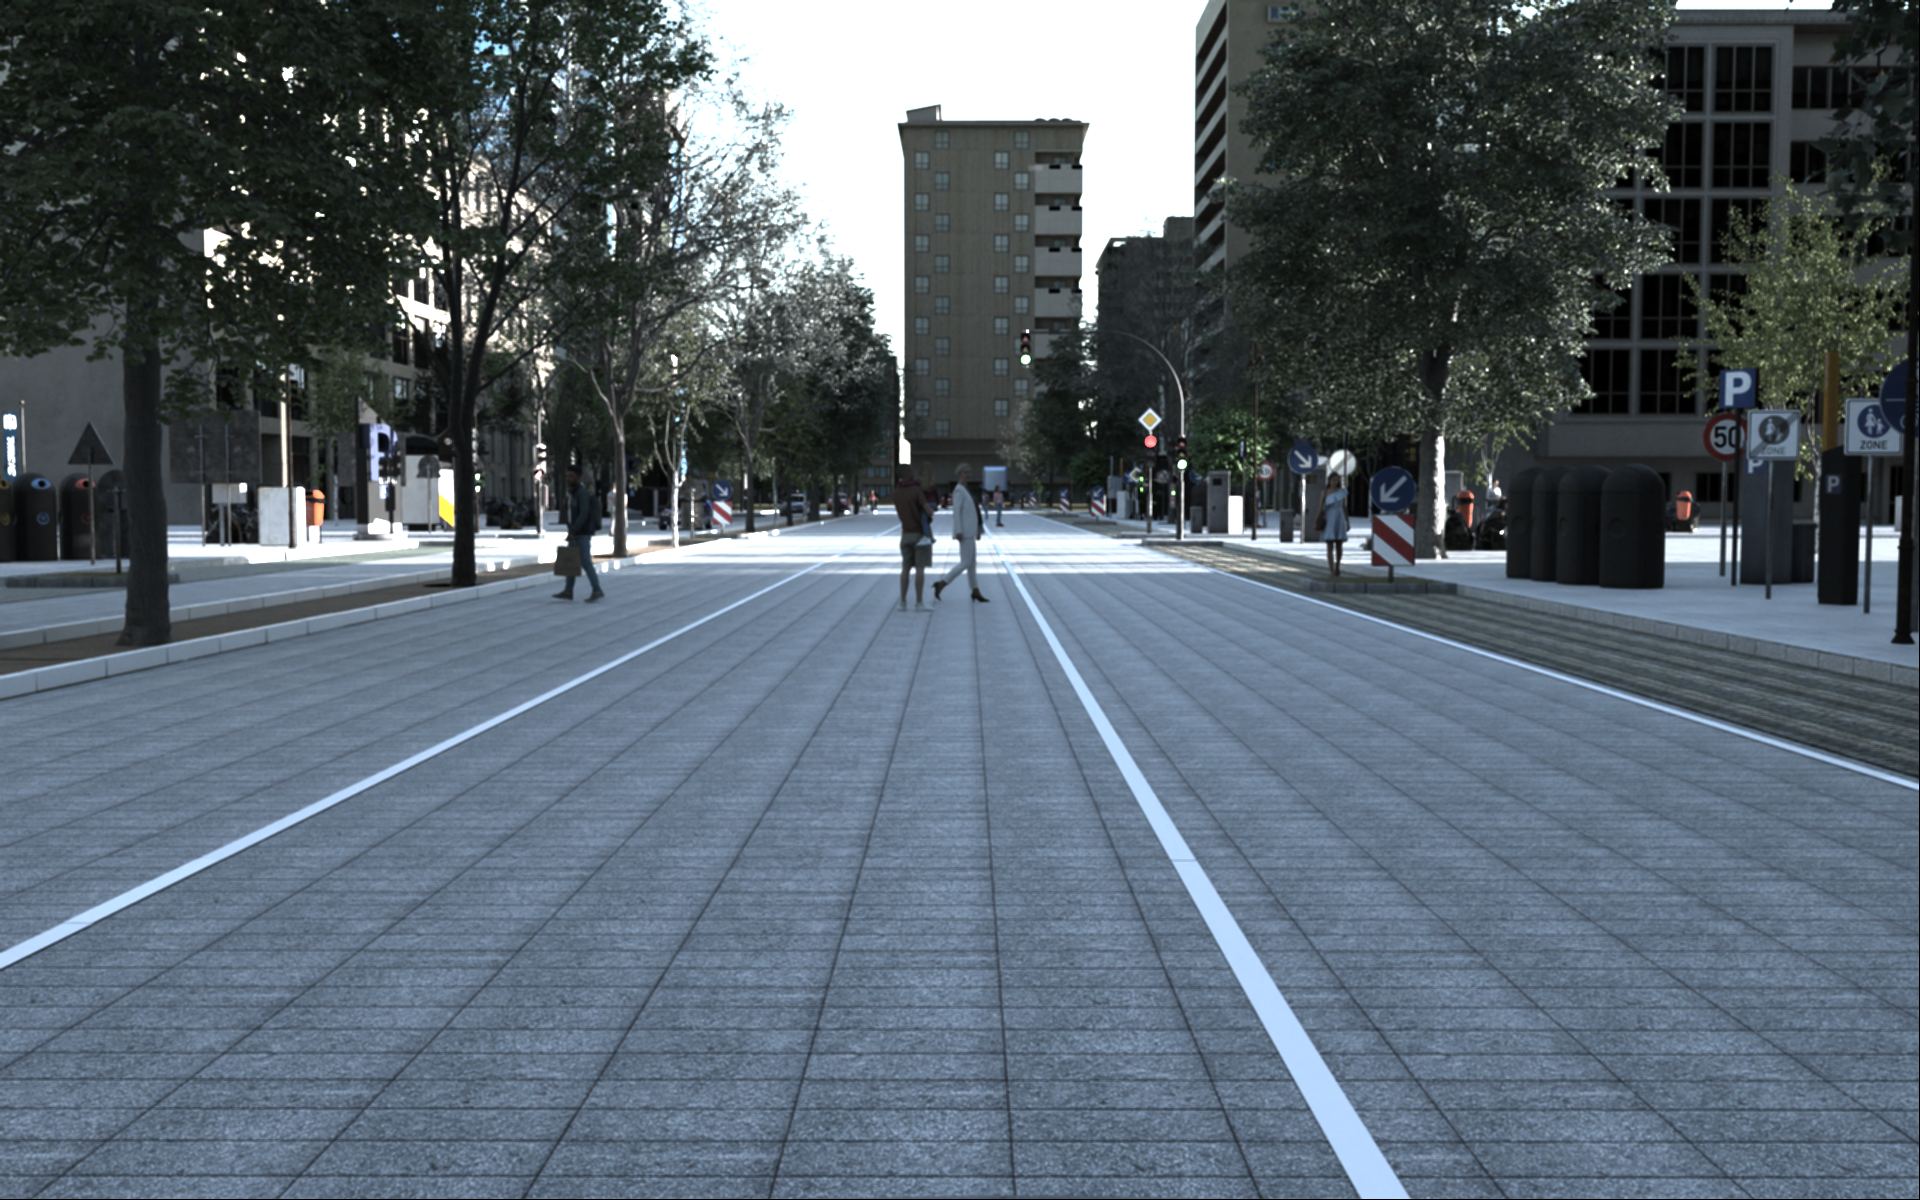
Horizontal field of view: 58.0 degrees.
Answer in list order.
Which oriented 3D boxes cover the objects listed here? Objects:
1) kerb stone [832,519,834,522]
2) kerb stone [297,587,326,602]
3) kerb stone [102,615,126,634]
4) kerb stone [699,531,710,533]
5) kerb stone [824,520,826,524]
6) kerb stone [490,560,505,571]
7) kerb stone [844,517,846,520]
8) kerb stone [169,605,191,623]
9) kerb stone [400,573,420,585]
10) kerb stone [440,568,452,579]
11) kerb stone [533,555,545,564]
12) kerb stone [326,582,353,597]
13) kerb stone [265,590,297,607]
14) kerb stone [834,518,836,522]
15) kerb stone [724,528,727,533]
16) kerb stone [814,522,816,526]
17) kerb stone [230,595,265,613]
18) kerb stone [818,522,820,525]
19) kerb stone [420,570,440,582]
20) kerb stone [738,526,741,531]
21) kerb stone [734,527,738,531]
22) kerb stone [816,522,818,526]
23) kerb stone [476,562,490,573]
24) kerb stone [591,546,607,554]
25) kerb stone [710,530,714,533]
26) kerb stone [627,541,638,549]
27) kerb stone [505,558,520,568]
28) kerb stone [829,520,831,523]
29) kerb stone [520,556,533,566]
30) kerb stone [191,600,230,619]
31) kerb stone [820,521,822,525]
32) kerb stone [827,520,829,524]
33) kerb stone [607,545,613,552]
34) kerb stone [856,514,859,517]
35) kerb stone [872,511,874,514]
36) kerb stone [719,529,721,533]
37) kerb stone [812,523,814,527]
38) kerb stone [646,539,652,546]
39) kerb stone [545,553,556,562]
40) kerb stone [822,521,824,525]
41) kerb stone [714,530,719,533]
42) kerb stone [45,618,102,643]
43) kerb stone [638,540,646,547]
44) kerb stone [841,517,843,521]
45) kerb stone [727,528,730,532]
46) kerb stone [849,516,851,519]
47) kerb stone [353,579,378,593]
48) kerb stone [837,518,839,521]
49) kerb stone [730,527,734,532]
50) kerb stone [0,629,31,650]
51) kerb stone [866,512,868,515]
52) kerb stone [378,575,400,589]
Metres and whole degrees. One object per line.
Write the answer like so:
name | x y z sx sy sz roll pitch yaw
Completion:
kerb stone | -6.502 -3.922 86.323 0.120 0.150 1.000 0 4 0
kerb stone | -8.791 -0.065 23.252 0.120 0.150 1.000 0 4 0
kerb stone | -8.804 0.251 18.100 0.120 0.150 1.000 0 4 0
kerb stone | -8.682 -2.228 58.620 0.120 0.150 1.000 0 4 0
kerb stone | -6.509 -3.608 81.191 0.120 0.150 1.000 0 4 0
kerb stone | -8.770 -0.629 32.478 0.120 0.150 1.000 0 4 0
kerb stone | -6.474 -4.423 94.518 0.120 0.150 1.000 0 4 0
kerb stone | -8.798 0.190 19.122 0.120 0.150 1.000 0 4 0
kerb stone | -8.781 -0.315 27.345 0.120 0.150 1.000 0 4 0
kerb stone | -8.769 -0.440 29.398 0.120 0.150 1.000 0 4 0
kerb stone | -8.751 -0.817 35.551 0.120 0.150 1.000 0 4 0
kerb stone | -8.784 -0.120 24.274 0.120 0.150 1.000 0 4 0
kerb stone | -8.794 -0.001 22.230 0.120 0.150 1.000 0 4 0
kerb stone | -6.500 -3.976 87.354 0.120 0.150 1.000 0 4 0
kerb stone | -8.670 -2.478 62.716 0.120 0.150 1.000 0 4 0
kerb stone | -6.527 -3.294 76.058 0.120 0.150 1.000 0 4 0
kerb stone | -8.797 0.062 21.189 0.120 0.150 1.000 0 4 0
kerb stone | -6.529 -3.420 78.111 0.120 0.150 1.000 0 4 0
kerb stone | -8.776 -0.378 28.376 0.120 0.150 1.000 0 4 0
kerb stone | -8.659 -2.729 66.831 0.120 0.150 1.000 0 4 0
kerb stone | -8.665 -2.665 65.805 0.120 0.150 1.000 0 4 0
kerb stone | -6.531 -3.357 77.080 0.120 0.150 1.000 0 4 0
kerb stone | -8.768 -0.566 31.442 0.120 0.150 1.000 0 4 0
kerb stone | -8.730 -1.193 41.705 0.120 0.150 1.000 0 4 0
kerb stone | -8.679 -2.290 59.644 0.120 0.150 1.000 0 4 0
kerb stone | -8.728 -1.443 45.795 0.120 0.150 1.000 0 4 0
kerb stone | -8.754 -0.690 33.507 0.120 0.150 1.000 0 4 0
kerb stone | -6.509 -3.797 84.279 0.120 0.150 1.000 0 4 0
kerb stone | -8.751 -0.754 34.529 0.120 0.150 1.000 0 4 0
kerb stone | -8.798 0.125 20.155 0.120 0.150 1.000 0 4 0
kerb stone | -6.520 -3.481 79.142 0.120 0.150 1.000 0 4 0
kerb stone | -6.501 -3.734 83.245 0.120 0.150 1.000 0 4 0
kerb stone | -8.738 -1.255 42.728 0.120 0.150 1.000 0 4 0
kerb stone | -6.444 -5.114 105.804 0.120 0.150 1.000 0 4 0
kerb stone | -6.393 -6.180 123.234 0.120 0.150 1.000 0 4 0
kerb stone | -8.678 -2.415 61.689 0.120 0.150 1.000 0 4 0
kerb stone | -6.537 -3.231 75.028 0.120 0.150 1.000 0 4 0
kerb stone | -8.718 -1.569 47.849 0.120 0.150 1.000 0 4 0
kerb stone | -8.751 -0.879 36.577 0.120 0.150 1.000 0 4 0
kerb stone | -6.524 -3.545 80.164 0.120 0.150 1.000 0 4 0
kerb stone | -8.676 -2.353 60.666 0.120 0.150 1.000 0 4 0
kerb stone | -8.801 0.313 17.078 0.120 0.150 1.000 0 4 0
kerb stone | -8.714 -1.506 46.825 0.120 0.150 1.000 0 4 0
kerb stone | -6.486 -4.298 92.470 0.120 0.150 1.000 0 4 0
kerb stone | -8.675 -2.541 63.744 0.120 0.150 1.000 0 4 0
kerb stone | -6.468 -4.675 98.624 0.120 0.150 1.000 0 4 0
kerb stone | -8.777 -0.190 25.301 0.120 0.150 1.000 0 4 0
kerb stone | -6.490 -4.110 89.402 0.120 0.150 1.000 0 4 0
kerb stone | -8.671 -2.603 64.772 0.120 0.150 1.000 0 4 0
kerb stone | -8.822 0.382 16.054 0.120 0.150 1.000 0 4 0
kerb stone | -6.415 -5.740 116.057 0.120 0.150 1.000 0 4 0
kerb stone | -8.778 -0.252 26.323 0.120 0.150 1.000 0 4 0
